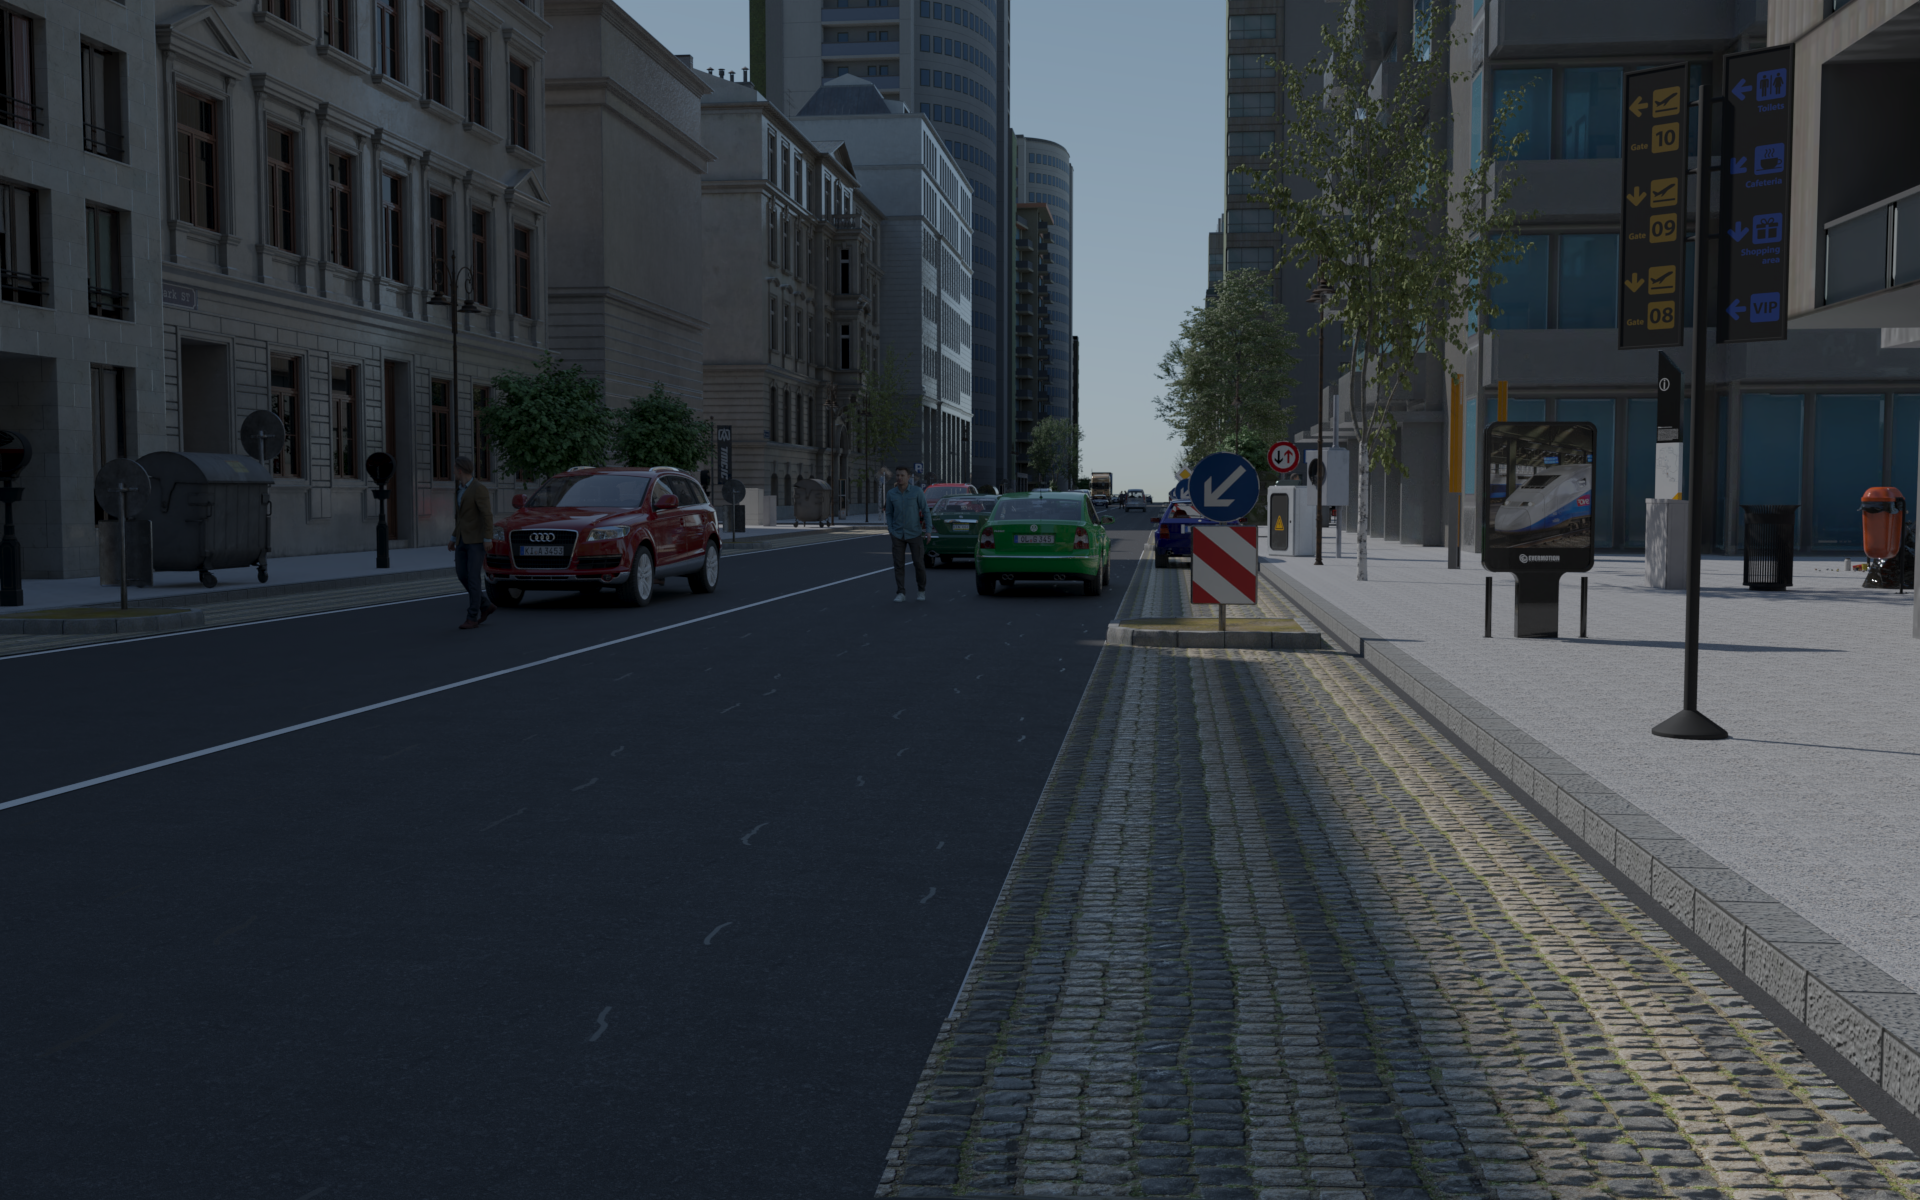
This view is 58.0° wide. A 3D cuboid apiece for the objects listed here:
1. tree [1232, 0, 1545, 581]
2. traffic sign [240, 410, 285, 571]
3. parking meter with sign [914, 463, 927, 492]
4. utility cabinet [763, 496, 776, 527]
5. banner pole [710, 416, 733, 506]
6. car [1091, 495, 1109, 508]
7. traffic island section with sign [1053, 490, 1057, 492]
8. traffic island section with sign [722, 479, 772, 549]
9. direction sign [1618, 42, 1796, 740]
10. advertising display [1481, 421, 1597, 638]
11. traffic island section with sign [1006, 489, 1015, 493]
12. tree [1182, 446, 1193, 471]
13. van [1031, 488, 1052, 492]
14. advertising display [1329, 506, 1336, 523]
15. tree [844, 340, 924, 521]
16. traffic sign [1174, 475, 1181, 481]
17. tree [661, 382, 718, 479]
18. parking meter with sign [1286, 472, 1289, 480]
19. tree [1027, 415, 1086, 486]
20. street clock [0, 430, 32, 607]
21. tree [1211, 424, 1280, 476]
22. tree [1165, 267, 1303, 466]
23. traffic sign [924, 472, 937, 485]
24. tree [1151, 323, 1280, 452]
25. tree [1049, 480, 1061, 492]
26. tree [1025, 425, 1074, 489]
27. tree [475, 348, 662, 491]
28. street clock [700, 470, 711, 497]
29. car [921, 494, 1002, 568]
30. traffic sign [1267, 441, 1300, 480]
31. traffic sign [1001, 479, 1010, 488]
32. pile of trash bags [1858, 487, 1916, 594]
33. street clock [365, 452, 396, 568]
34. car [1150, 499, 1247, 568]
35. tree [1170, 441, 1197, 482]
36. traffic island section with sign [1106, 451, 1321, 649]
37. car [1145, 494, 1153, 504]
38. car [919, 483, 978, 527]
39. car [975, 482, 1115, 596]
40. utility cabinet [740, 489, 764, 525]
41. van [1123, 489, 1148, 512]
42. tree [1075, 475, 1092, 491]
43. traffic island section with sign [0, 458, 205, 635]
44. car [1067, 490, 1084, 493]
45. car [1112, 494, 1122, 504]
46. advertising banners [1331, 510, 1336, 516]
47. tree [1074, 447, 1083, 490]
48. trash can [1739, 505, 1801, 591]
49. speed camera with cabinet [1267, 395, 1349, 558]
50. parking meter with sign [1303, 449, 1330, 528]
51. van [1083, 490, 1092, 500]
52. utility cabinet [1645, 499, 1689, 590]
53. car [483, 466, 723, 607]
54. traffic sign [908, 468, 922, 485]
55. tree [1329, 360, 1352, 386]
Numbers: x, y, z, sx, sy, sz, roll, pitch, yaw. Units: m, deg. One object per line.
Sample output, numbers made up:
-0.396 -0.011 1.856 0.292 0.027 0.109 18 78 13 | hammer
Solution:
6.196 -4.588 25.382 4.737 8.622 4.395 0 3 0 | tree
-10.554 -1.596 26.205 0.768 2.556 0.104 1 4 13 | traffic sign
-2.149 -6.177 97.251 0.543 3.016 1.738 -1 4 -14 | parking meter with sign
-7.579 -3.534 68.945 0.306 1.237 1.020 1 4 9 | utility cabinet
-7.673 -3.993 55.300 0.863 3.779 0.401 -1 4 -13 | banner pole
14.123 -9.935 175.010 1.945 1.354 3.894 0 4 5 | car
9.687 -10.303 177.082 1.989 1.847 2.006 0 4 7 | traffic island section with sign
-6.040 -2.262 45.618 1.989 1.847 2.006 0 4 7 | traffic island section with sign
3.879 -1.046 9.103 0.379 3.537 0.876 -3 5 -44 | direction sign
5.147 -0.624 15.420 0.974 1.923 0.123 0 4 0 | advertising display
3.708 -7.238 126.967 1.989 1.847 2.006 0 4 7 | traffic island section with sign
23.089 -13.134 165.110 4.737 8.622 4.395 0 3 0 | tree
5.714 -7.064 122.500 2.013 2.044 4.112 0 4 8 | van
16.218 -4.358 76.466 0.974 1.923 0.123 -2 4 -25 | advertising display
-3.833 -8.157 83.723 4.737 8.622 4.395 0 3 0 | tree
9.881 -4.548 76.550 0.795 2.593 0.064 0 4 7 | traffic sign
-8.653 -4.012 49.312 4.285 4.588 4.351 0 3 0 | tree
17.468 -6.153 96.869 1.738 3.016 0.543 0 4 -5 | parking meter with sign
12.466 -18.351 225.797 9.928 11.665 9.643 0 3 0 | tree
-10.854 -0.929 19.764 0.471 2.002 0.358 0 4 -8 | street clock
13.135 -5.906 80.278 4.285 4.588 4.351 0 3 0 | tree
13.871 -10.345 87.270 7.486 12.596 7.792 0 3 0 | tree
-1.697 -6.064 99.257 0.768 2.556 0.104 1 4 15 | traffic sign
15.343 -10.927 104.412 9.928 11.665 9.643 0 3 0 | tree
11.412 -13.445 214.421 1.663 3.219 1.824 0 3 0 | tree
8.762 -14.414 186.036 4.737 8.622 4.395 0 3 0 | tree
-9.316 -3.401 39.313 4.285 4.588 4.351 0 3 0 | tree
-7.725 -2.935 52.565 0.358 2.002 0.471 0 4 3 | street clock
0.310 -1.420 35.023 2.131 1.459 4.920 0 4 7 | car
7.753 -2.535 41.550 0.768 2.556 0.104 1 4 12 | traffic sign
3.776 -8.885 145.378 0.768 2.556 0.104 1 4 15 | traffic sign
13.081 -0.826 23.258 3.447 1.369 1.912 -3 4 -37 | pile of trash bags
-9.985 -1.550 29.914 0.471 2.002 0.358 0 4 -5 | street clock
4.768 -1.345 34.565 1.945 1.354 3.894 0 4 7 | car
29.442 -16.492 219.998 4.360 8.622 3.978 0 3 0 | tree
2.444 -0.508 16.927 1.989 1.847 2.006 0 4 7 | traffic island section with sign
28.232 -15.288 261.963 2.014 1.417 4.499 0 4 8 | car
-0.379 -3.184 60.726 2.281 1.827 5.304 1 4 8 | car
1.304 -1.046 25.892 1.959 1.807 4.718 0 4 8 | car
-8.440 -3.765 70.233 1.173 1.500 0.318 3 5 43 | utility cabinet
14.169 -8.109 139.588 2.013 2.044 4.112 0 4 7 | van
21.024 -18.854 291.969 4.285 4.588 4.351 0 3 0 | tree
-9.275 -0.603 18.493 1.989 1.847 2.006 0 4 7 | traffic island section with sign
10.438 -9.102 157.491 2.281 1.827 5.304 0 4 8 | car
21.895 -14.234 242.504 2.009 1.686 4.222 0 4 6 | car
21.503 -6.305 99.275 2.074 3.025 0.090 3 5 41 | advertising banners
16.219 -18.584 254.215 4.737 8.622 4.395 0 3 0 | tree
10.764 -0.697 23.053 0.748 1.137 0.748 0 3 0 | trash can
7.056 -2.500 35.203 0.660 3.252 2.038 -2 4 -24 | speed camera with cabinet
13.785 -4.313 66.786 0.543 3.016 1.738 -1 4 -10 | parking meter with sign
11.695 -9.730 166.090 2.013 2.044 4.112 0 4 8 | van
9.668 -0.766 23.688 0.306 1.237 1.020 0 4 6 | utility cabinet
-4.768 -0.920 23.710 2.281 1.827 5.304 0 4 7 | car
-2.126 -4.637 78.002 0.795 2.593 0.064 0 4 7 | traffic sign
22.115 -8.901 95.897 4.360 8.622 3.978 0 3 0 | tree
